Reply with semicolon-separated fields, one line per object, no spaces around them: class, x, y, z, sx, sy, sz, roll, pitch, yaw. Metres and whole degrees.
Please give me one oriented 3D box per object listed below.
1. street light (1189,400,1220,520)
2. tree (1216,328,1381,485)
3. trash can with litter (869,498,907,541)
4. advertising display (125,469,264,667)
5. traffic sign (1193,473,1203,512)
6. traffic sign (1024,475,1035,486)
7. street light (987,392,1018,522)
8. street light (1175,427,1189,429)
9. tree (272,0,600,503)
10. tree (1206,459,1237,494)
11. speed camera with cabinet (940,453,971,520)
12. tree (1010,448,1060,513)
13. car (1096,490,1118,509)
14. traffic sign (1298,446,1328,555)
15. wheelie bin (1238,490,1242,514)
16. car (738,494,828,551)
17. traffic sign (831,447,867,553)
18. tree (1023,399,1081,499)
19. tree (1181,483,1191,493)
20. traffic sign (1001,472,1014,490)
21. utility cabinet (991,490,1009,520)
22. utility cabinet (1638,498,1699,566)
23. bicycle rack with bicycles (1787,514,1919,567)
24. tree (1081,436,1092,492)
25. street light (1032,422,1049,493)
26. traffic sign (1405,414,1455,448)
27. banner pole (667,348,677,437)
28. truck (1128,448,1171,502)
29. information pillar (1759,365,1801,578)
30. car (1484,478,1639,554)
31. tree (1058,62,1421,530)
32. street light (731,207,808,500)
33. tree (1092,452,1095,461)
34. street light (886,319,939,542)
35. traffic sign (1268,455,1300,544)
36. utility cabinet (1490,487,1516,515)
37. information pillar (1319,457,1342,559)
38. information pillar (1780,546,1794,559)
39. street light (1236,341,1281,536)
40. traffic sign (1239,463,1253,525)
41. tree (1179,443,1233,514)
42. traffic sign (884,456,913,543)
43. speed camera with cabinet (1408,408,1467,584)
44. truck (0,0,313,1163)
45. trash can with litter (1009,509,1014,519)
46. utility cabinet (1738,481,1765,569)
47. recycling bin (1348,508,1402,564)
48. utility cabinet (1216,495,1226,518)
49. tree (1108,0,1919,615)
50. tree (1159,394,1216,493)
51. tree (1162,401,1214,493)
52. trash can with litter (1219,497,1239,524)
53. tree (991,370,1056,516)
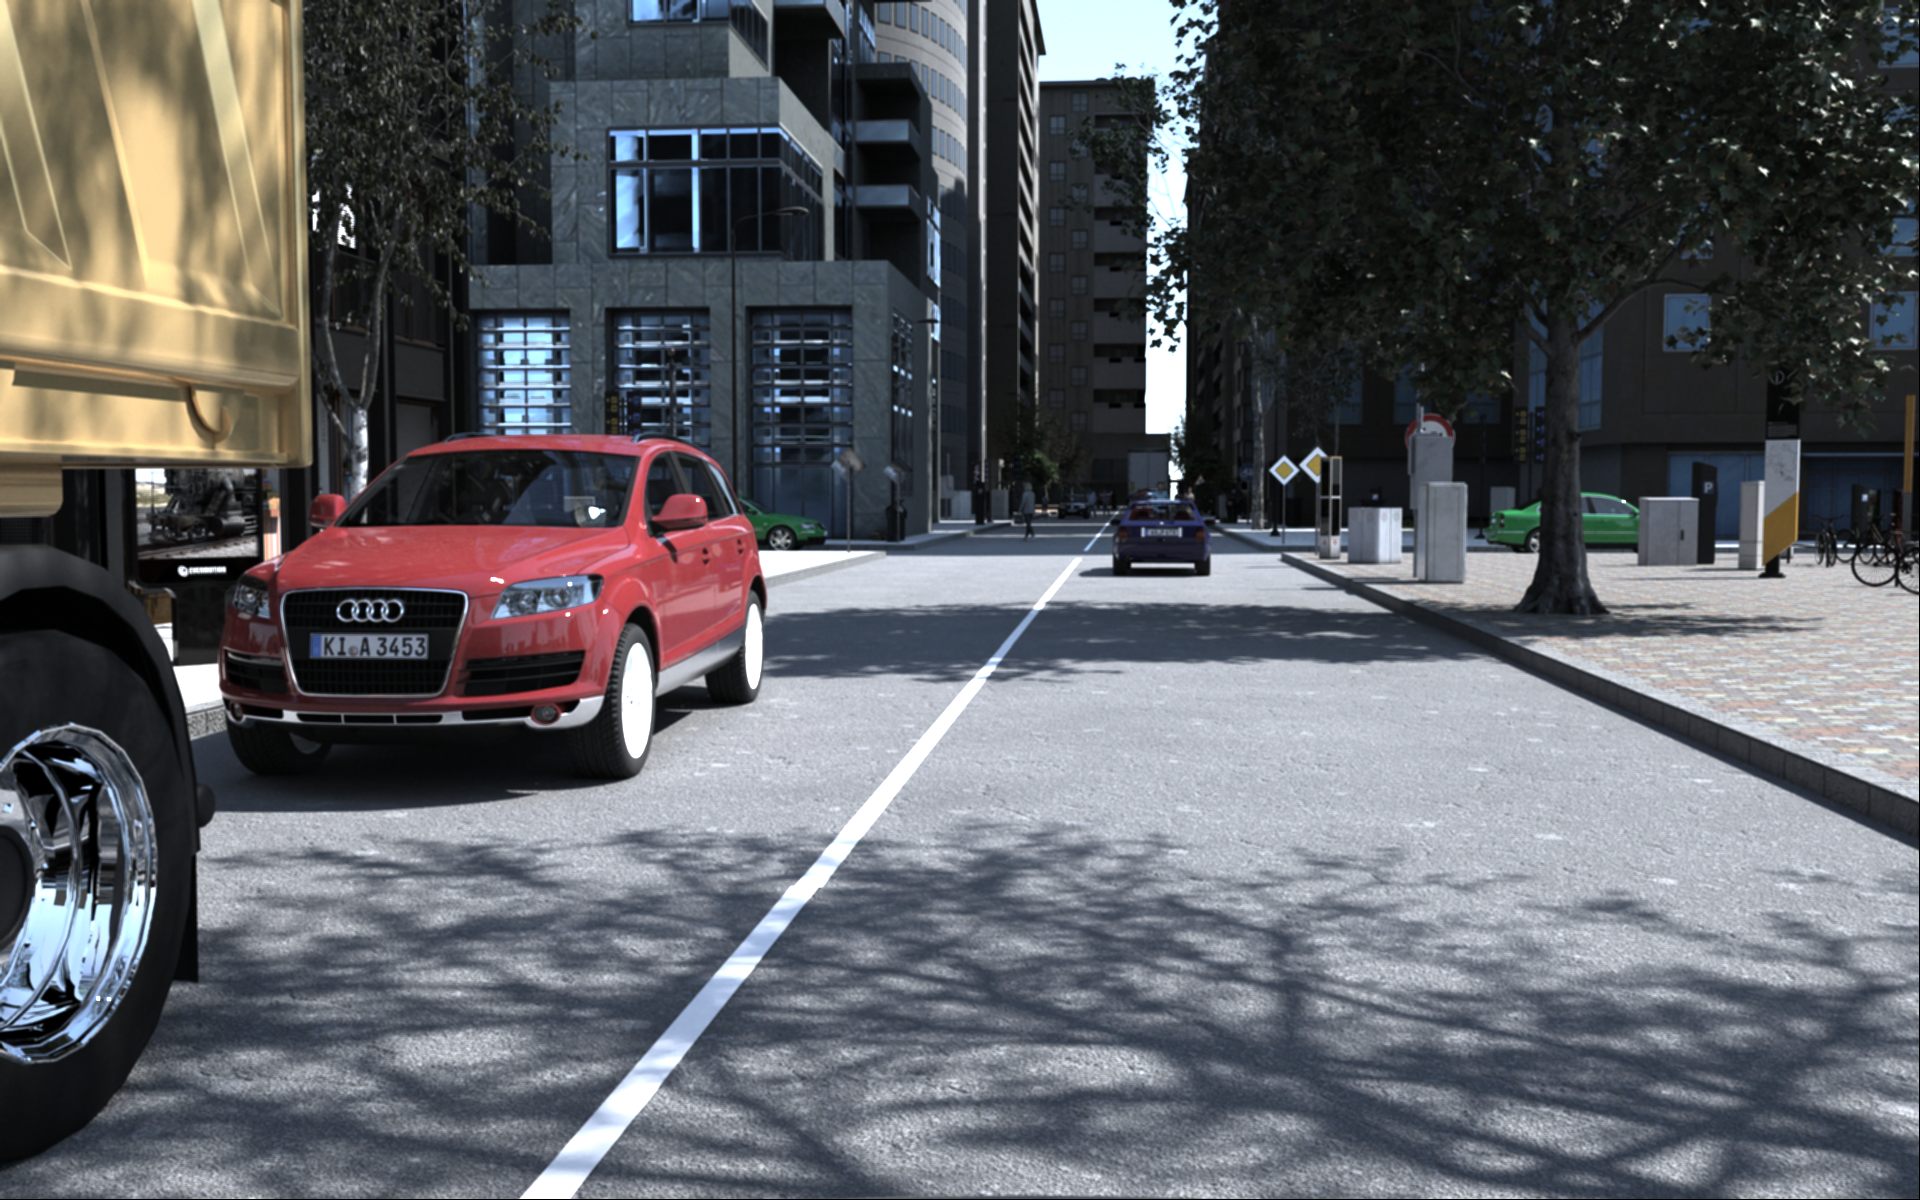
street light;12.183;-6.900;85.352;1.470;5.913;1.316;0;4;6
tree;10.007;-5.935;47.397;4.360;8.622;3.978;0;3;0
trash can with litter;-1.986;-2.213;47.562;1.055;1.170;0.624;1;4;17
advertising display;-5.719;-0.475;12.978;0.123;1.923;0.974;3;5;44
traffic sign;14.990;-6.602;107.951;0.884;2.594;0.081;0;4;8
traffic sign;4.513;-6.900;112.916;0.768;2.556;0.104;0;4;7
street light;1.912;-6.504;78.880;1.470;5.913;1.316;0;4;6
street light;15.477;-8.962;119.067;1.470;5.913;1.316;0;4;6
tree;-5.419;-3.994;15.658;4.360;8.622;3.978;0;3;0
tree;14.530;-6.128;94.791;1.663;3.219;1.824;0;3;0
speed camera with cabinet;-0.286;-5.542;84.947;0.660;3.252;2.038;3;5;39
tree;4.868;-8.340;120.078;4.285;4.588;4.351;0;3;0
car;14.587;-9.998;172.142;2.281;1.827;5.304;0;4;4
traffic sign;7.492;-2.001;36.355;0.795;2.450;0.064;0;4;6
wheelie bin;16.875;-5.986;105.771;0.980;1.594;0.693;-3;5;-43
car;-5.606;-2.052;42.352;4.718;1.807;1.959;0;4;4
traffic sign;-2.402;-2.062;37.355;0.795;2.450;0.064;0;4;6
tree;6.654;-11.115;132.098;4.360;8.622;3.978;0;3;0
tree;20.739;-9.790;154.663;1.663;3.219;1.824;0;3;0
traffic sign;2.691;-5.963;97.606;0.768;2.556;0.104;1;4;11
utility cabinet;1.922;-4.724;85.908;0.318;1.500;1.173;-3;4;-38
utility cabinet;12.688;-1.215;31.023;1.020;1.237;0.306;-1;4;-12
bicycle rack with bicycles;16.272;-1.090;31.212;2.852;0.926;2.925;0;4;6
tree;10.199;-13.410;169.615;4.360;8.622;3.978;0;3;0
street light;5.248;-8.525;111.926;1.470;5.913;1.316;0;4;6
traffic sign;7.452;-1.678;27.542;0.768;2.556;0.104;0;4;6
banner pole;-4.883;-2.419;29.568;0.401;3.779;0.863;-1;4;-16
truck;12.211;-7.523;111.912;2.839;4.237;11.283;0;4;7
information pillar;12.535;-2.146;26.437;0.504;3.616;0.183;3;5;40
car;14.466;-1.880;39.541;4.718;1.807;1.959;0;4;5
tree;9.607;-12.468;59.747;12.611;20.169;13.585;0;3;0
street light;-3.152;-3.408;28.266;1.470;5.913;1.316;0;4;6
tree;12.773;-14.905;194.065;4.360;8.622;3.978;0;3;0
street light;-1.254;-4.496;46.048;1.470;5.913;1.316;0;4;6
traffic sign;8.282;-2.487;44.301;0.795;2.450;0.064;0;4;6
utility cabinet;16.590;-2.706;52.923;0.318;1.500;1.173;0;4;-5
information pillar;7.300;-1.814;34.144;0.304;2.012;0.304;-2;4;-33
information pillar;16.378;-1.827;34.360;0.304;2.012;0.304;3;4;37
street light;9.038;-4.892;52.519;1.470;5.913;1.316;0;4;6
traffic sign;11.905;-4.368;71.527;0.768;2.556;0.104;1;4;9
tree;15.787;-7.760;110.594;4.285;4.588;4.351;0;3;0
traffic sign;-1.611;-2.548;45.301;0.795;2.450;0.064;0;4;6
speed camera with cabinet;7.089;-1.918;25.691;0.660;3.252;2.038;0;4;7
truck;-3.553;-0.266;0.272;3.469;3.379;9.791;0;4;6
trash can with litter;2.242;-4.675;87.824;1.055;1.170;0.624;2;4;34
utility cabinet;13.624;-1.274;29.503;0.318;1.500;1.173;3;5;43
recycling bin;7.678;-1.193;32.060;0.722;1.027;0.722;-3;4;-37
utility cabinet;13.793;-4.914;91.505;0.306;1.237;1.020;1;4;23
tree;6.413;-6.207;18.488;9.611;12.733;9.660;0;3;0
tree;17.119;-10.825;127.344;4.360;8.622;3.978;0;3;0
tree;17.793;-11.236;134.069;4.737;8.622;4.395;0;3;0
trash can with litter;11.686;-3.921;75.490;0.624;1.170;1.055;-2;4;-28
tree;3.730;-9.358;103.368;4.737;8.622;4.395;0;3;0
